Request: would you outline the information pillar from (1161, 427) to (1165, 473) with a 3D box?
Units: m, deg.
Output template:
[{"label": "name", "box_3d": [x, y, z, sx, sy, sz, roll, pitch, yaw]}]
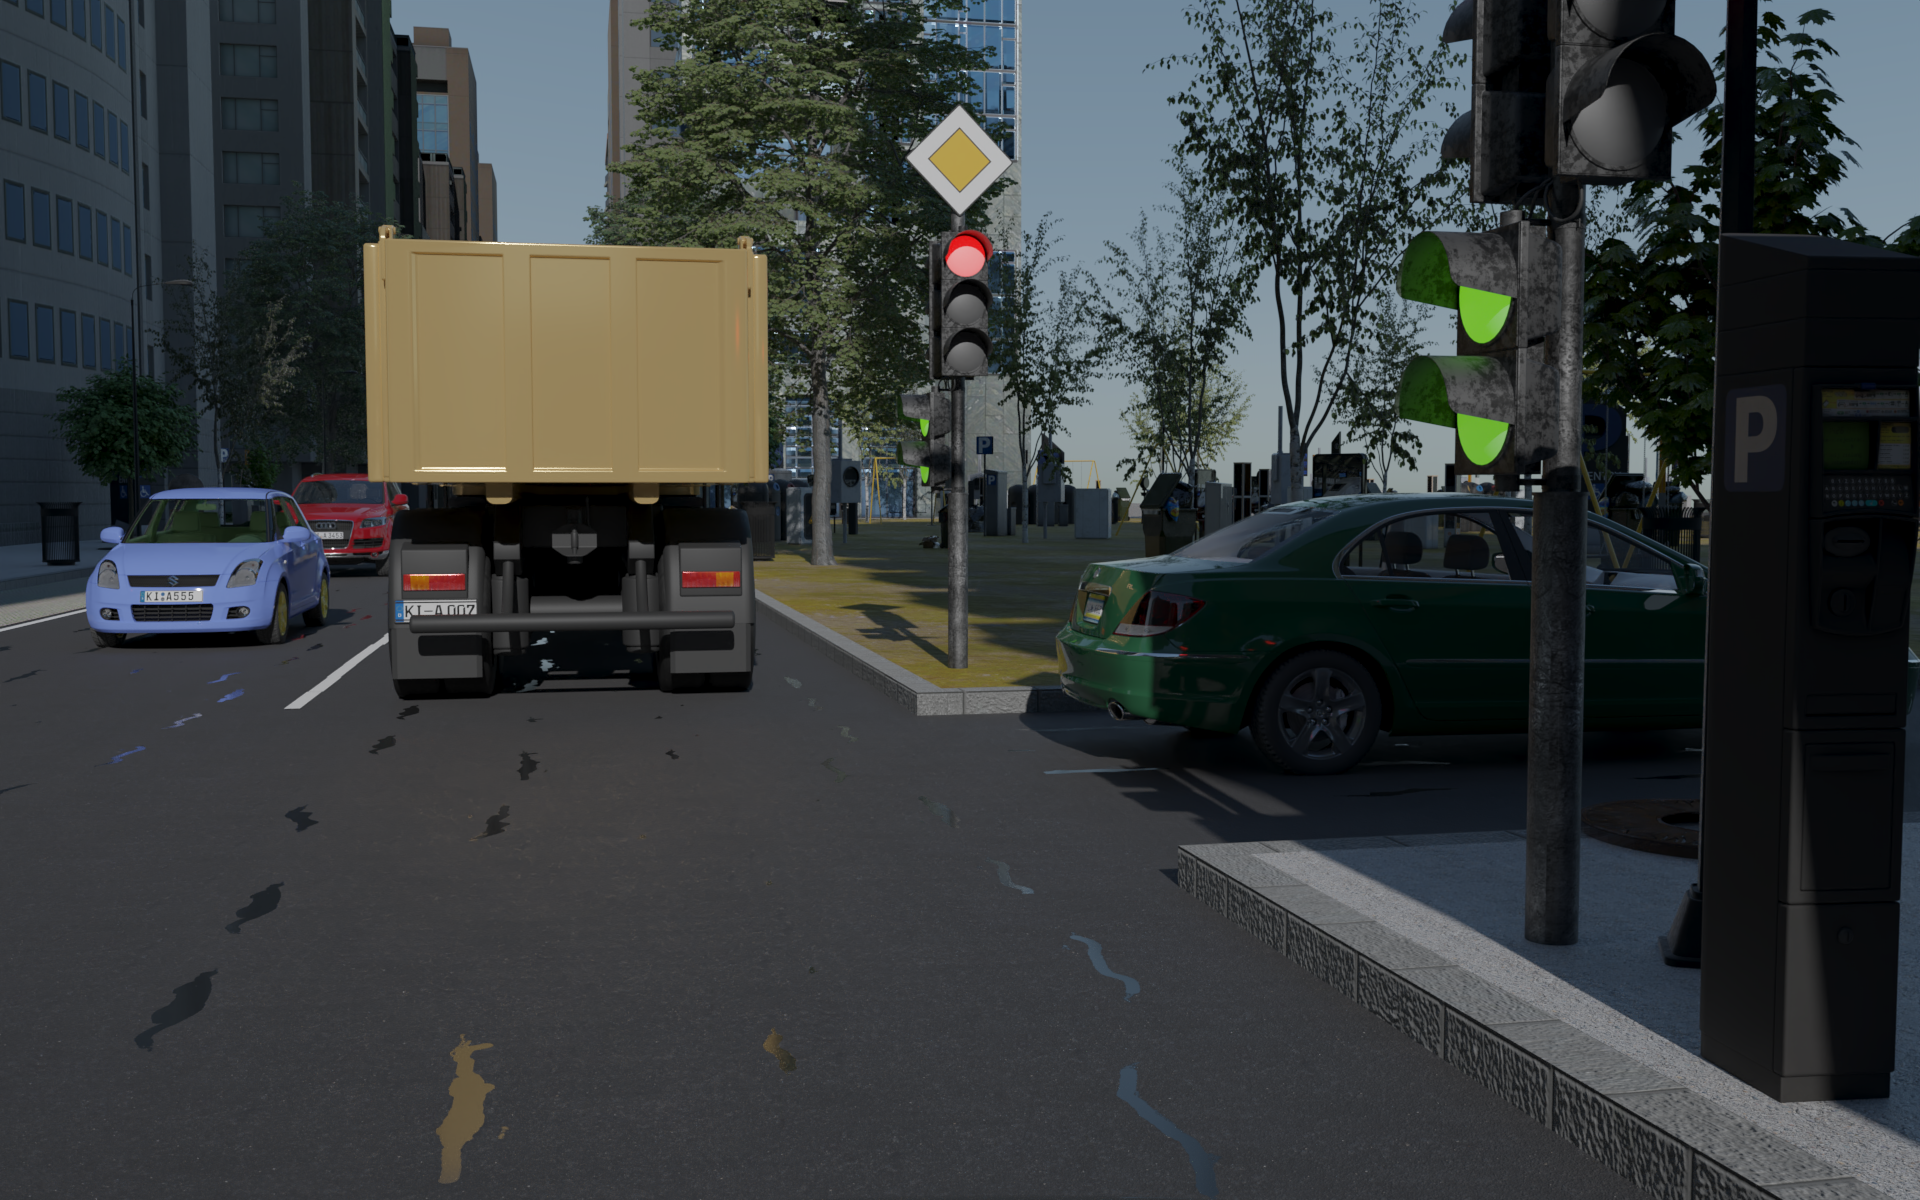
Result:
[{"label": "information pillar", "box_3d": [7.089, -4.238, 60.639, 0.183, 3.616, 0.504, 0, 4, 1]}]

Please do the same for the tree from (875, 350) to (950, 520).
[{"label": "tree", "box_3d": [-2.575, -8.331, 86.572, 4.360, 8.622, 3.978, 0, 3, 0]}]

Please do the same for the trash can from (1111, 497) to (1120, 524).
[{"label": "trash can", "box_3d": [6.432, -3.801, 73.793, 0.748, 1.137, 0.748, 0, 3, 0]}]

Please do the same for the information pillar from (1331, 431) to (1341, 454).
[{"label": "information pillar", "box_3d": [14.061, -4.491, 64.785, 0.183, 3.616, 0.504, -2, 4, -27]}]

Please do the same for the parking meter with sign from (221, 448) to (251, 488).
[{"label": "parking meter with sign", "box_3d": [-27.042, -4.221, 65.269, 1.738, 3.016, 0.543, 1, 4, 16]}]

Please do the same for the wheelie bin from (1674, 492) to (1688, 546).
[{"label": "wheelie bin", "box_3d": [17.390, -2.120, 42.577, 0.980, 1.594, 0.693, 0, 4, 2]}]

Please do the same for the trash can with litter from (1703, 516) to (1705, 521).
[{"label": "trash can with litter", "box_3d": [36.181, -4.385, 83.083, 1.055, 1.170, 0.624, 2, 4, 33]}]

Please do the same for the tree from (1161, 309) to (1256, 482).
[{"label": "tree", "box_3d": [8.729, -7.203, 68.124, 4.737, 8.622, 4.395, 0, 3, 0]}]

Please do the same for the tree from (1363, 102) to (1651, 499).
[{"label": "tree", "box_3d": [10.139, -4.885, 30.230, 4.737, 8.622, 4.395, 0, 3, 0]}]

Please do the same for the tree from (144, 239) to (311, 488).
[{"label": "tree", "box_3d": [-21.621, -6.158, 51.049, 4.360, 8.622, 3.978, 0, 3, 0]}]

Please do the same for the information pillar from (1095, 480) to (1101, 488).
[{"label": "information pillar", "box_3d": [7.250, -5.282, 90.851, 0.304, 2.012, 0.304, 0, 4, 5]}]

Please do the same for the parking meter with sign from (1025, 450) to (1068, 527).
[{"label": "parking meter with sign", "box_3d": [3.400, -4.425, 68.604, 1.738, 3.016, 0.543, -1, 4, -9]}]

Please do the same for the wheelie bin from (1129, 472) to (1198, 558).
[{"label": "wheelie bin", "box_3d": [3.071, -1.074, 25.472, 0.693, 1.594, 0.980, -1, 4, -23]}]

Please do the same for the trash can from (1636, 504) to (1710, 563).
[{"label": "trash can", "box_3d": [7.903, -0.465, 19.255, 0.748, 1.137, 0.748, 0, 3, 0]}]

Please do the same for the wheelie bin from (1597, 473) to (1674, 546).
[{"label": "wheelie bin", "box_3d": [10.029, -1.105, 25.983, 0.980, 1.594, 0.693, -2, 4, -27]}]

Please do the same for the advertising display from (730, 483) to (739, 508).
[{"label": "advertising display", "box_3d": [-9.299, -4.170, 73.401, 0.974, 1.923, 0.123, -3, 5, -44]}]

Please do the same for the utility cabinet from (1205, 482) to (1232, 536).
[{"label": "utility cabinet", "box_3d": [4.756, -1.413, 31.784, 0.318, 1.500, 1.173, 1, 4, 18]}]

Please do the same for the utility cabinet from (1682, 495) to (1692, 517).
[{"label": "utility cabinet", "box_3d": [32.686, -4.125, 78.608, 0.306, 1.237, 1.020, -1, 4, -23]}]

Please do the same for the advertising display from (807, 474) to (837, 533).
[{"label": "advertising display", "box_3d": [-4.520, -3.151, 56.740, 0.974, 1.923, 0.123, -1, 4, -20]}]

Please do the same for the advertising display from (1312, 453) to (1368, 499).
[{"label": "advertising display", "box_3d": [6.010, -1.361, 27.463, 0.123, 1.923, 0.974, -3, 5, -41]}]

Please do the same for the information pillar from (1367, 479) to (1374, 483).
[{"label": "information pillar", "box_3d": [19.767, -4.836, 83.565, 0.304, 2.012, 0.304, -2, 4, -28]}]

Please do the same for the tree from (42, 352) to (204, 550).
[{"label": "tree", "box_3d": [-19.358, -3.451, 40.143, 4.285, 4.588, 4.351, 0, 3, 0]}]

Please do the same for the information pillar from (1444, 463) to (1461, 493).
[{"label": "information pillar", "box_3d": [11.771, -2.257, 41.390, 0.304, 2.012, 0.304, 3, 4, 38]}]

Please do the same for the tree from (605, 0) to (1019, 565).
[{"label": "tree", "box_3d": [-2.640, -6.876, 30.543, 7.486, 12.596, 7.792, 0, 3, 0]}]

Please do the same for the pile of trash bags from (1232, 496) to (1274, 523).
[{"label": "pile of trash bags", "box_3d": [7.629, -2.216, 45.981, 1.912, 1.369, 3.447, 1, 4, 16]}]

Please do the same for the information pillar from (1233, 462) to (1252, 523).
[{"label": "information pillar", "box_3d": [6.520, -2.173, 40.024, 0.304, 2.012, 0.304, -3, 5, -40]}]

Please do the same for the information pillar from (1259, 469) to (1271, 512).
[{"label": "information pillar", "box_3d": [8.863, -2.804, 50.345, 0.304, 2.012, 0.304, 2, 4, 25]}]

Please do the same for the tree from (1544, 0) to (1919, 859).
[{"label": "tree", "box_3d": [2.926, -0.714, 6.280, 1.663, 3.219, 1.824, 0, 3, 0]}]

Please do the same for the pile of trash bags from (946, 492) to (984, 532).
[{"label": "pile of trash bags", "box_3d": [0.344, -3.050, 59.621, 1.912, 1.369, 3.447, -2, 4, -25]}]

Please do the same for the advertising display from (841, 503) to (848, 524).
[{"label": "advertising display", "box_3d": [-4.803, -4.217, 74.155, 0.123, 1.923, 0.974, -3, 4, -37]}]

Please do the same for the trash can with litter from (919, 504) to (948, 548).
[{"label": "trash can with litter", "box_3d": [-0.458, -1.806, 40.910, 1.055, 1.170, 0.624, 1, 4, 19]}]

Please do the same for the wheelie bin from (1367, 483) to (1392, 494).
[{"label": "wheelie bin", "box_3d": [11.313, -2.444, 47.870, 0.693, 1.594, 0.980, 3, 5, 43]}]

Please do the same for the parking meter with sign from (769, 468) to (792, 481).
[{"label": "parking meter with sign", "box_3d": [-5.320, -3.362, 51.233, 0.543, 3.016, 1.738, 3, 5, 43]}]

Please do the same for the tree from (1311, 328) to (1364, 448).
[{"label": "tree", "box_3d": [14.129, -6.582, 57.980, 4.737, 8.622, 4.395, 0, 3, 0]}]

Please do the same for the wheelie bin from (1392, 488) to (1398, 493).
[{"label": "wheelie bin", "box_3d": [21.504, -4.803, 86.442, 0.693, 1.594, 0.980, 2, 4, 32]}]

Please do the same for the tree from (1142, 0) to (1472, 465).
[{"label": "tree", "box_3d": [3.982, -4.220, 19.365, 4.360, 8.622, 3.978, 0, 3, 0]}]

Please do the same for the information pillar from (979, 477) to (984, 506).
[{"label": "information pillar", "box_3d": [1.059, -4.364, 75.847, 0.304, 2.012, 0.304, -3, 4, -37]}]

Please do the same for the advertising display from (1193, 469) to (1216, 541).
[{"label": "advertising display", "box_3d": [6.318, -2.418, 44.749, 0.123, 1.923, 0.974, 3, 4, 39]}]

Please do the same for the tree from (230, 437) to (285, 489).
[{"label": "tree", "box_3d": [-23.345, -3.842, 57.414, 1.663, 3.219, 1.824, 0, 3, 0]}]

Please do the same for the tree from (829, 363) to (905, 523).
[{"label": "tree", "box_3d": [-4.116, -7.782, 77.605, 4.737, 8.622, 4.395, 0, 3, 0]}]

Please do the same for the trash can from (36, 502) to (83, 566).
[{"label": "trash can", "box_3d": [-16.173, -1.192, 31.136, 0.748, 1.137, 0.748, 0, 3, 0]}]

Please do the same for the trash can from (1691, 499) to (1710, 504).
[{"label": "trash can", "box_3d": [21.592, -2.359, 50.225, 0.748, 1.137, 0.748, 0, 3, 0]}]

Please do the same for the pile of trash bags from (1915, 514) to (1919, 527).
[{"label": "pile of trash bags", "box_3d": [36.421, -3.498, 66.945, 3.447, 1.369, 1.912, -3, 4, -38]}]

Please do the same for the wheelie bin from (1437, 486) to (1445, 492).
[{"label": "wheelie bin", "box_3d": [18.914, -3.642, 67.461, 0.980, 1.594, 0.693, -3, 4, -38]}]

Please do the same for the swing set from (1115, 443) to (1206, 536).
[{"label": "swing set", "box_3d": [6.655, -3.433, 53.757, 2.862, 2.851, 3.119, 2, 4, 28]}]

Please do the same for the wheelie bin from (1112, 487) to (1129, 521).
[{"label": "wheelie bin", "box_3d": [7.602, -4.530, 81.980, 0.980, 1.594, 0.693, -3, 4, -37]}]

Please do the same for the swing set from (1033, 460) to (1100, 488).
[{"label": "swing set", "box_3d": [5.072, -5.091, 80.852, 3.119, 2.851, 2.862, 2, 4, 29]}]

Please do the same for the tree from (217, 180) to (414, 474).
[{"label": "tree", "box_3d": [-26.412, -10.130, 72.278, 9.857, 13.997, 8.962, 0, 3, 0]}]

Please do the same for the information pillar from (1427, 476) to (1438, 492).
[{"label": "information pillar", "box_3d": [18.699, -3.921, 68.593, 0.304, 2.012, 0.304, -2, 4, -28]}]

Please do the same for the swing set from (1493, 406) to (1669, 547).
[{"label": "swing set", "box_3d": [8.384, -1.495, 22.066, 3.119, 2.851, 2.862, -2, 4, -26]}]

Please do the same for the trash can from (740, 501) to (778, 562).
[{"label": "trash can", "box_3d": [-3.843, -1.311, 33.083, 0.748, 1.137, 0.748, 0, 3, 0]}]

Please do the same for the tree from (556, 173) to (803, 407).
[{"label": "tree", "box_3d": [-10.772, -9.699, 65.234, 9.857, 13.997, 8.962, 0, 3, 0]}]

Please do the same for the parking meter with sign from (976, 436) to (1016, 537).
[{"label": "parking meter with sign", "box_3d": [1.147, -3.469, 52.982, 0.543, 3.016, 1.738, 2, 4, 29]}]

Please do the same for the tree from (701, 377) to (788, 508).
[{"label": "tree", "box_3d": [-5.445, -3.438, 39.931, 4.285, 4.588, 4.351, 0, 3, 0]}]

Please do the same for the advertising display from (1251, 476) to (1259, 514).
[{"label": "advertising display", "box_3d": [10.632, -3.442, 61.492, 0.123, 1.923, 0.974, -3, 5, -42]}]

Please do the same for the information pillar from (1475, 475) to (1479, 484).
[{"label": "information pillar", "box_3d": [26.213, -5.897, 87.769, 0.183, 3.616, 0.504, 2, 4, 31]}]

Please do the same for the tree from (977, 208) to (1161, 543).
[{"label": "tree", "box_3d": [1.904, -5.790, 45.035, 4.737, 8.622, 4.395, 0, 3, 0]}]
